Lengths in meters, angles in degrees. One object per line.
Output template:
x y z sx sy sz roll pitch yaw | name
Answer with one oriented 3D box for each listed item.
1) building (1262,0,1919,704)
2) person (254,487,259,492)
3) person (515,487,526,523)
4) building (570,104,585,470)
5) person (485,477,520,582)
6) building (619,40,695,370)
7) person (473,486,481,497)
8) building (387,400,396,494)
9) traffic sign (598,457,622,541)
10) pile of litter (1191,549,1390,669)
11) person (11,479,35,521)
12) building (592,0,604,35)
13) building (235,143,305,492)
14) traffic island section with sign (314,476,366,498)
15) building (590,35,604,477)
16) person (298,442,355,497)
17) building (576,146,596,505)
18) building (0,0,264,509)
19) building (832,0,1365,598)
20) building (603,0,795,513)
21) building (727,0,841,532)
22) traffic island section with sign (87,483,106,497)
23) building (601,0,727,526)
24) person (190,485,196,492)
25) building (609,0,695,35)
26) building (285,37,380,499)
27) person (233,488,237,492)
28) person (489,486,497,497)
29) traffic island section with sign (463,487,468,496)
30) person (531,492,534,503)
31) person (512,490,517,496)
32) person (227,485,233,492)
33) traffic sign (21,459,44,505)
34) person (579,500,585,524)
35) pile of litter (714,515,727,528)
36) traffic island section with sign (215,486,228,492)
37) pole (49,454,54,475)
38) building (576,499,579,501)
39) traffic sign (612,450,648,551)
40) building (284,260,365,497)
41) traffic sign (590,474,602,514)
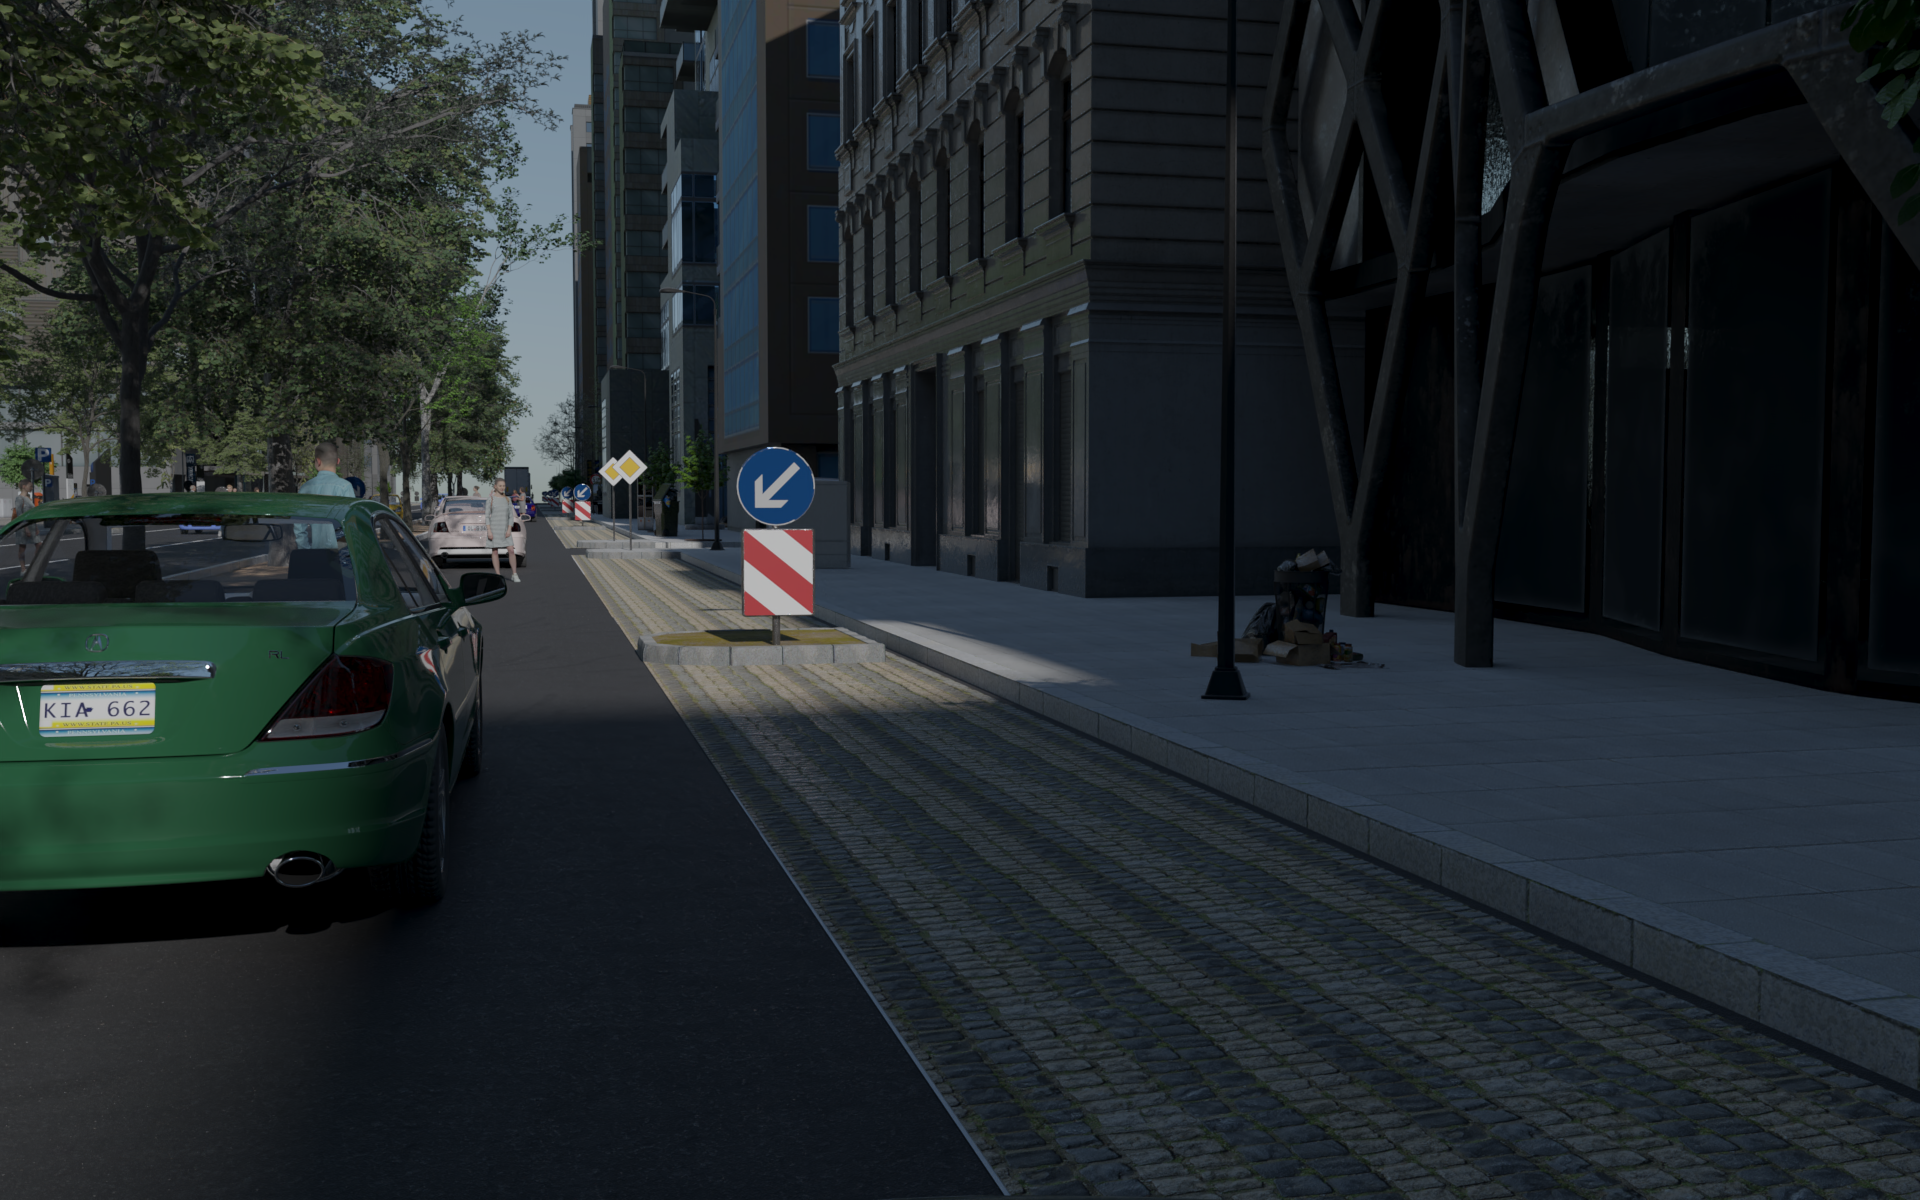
11.831 -8.922 13.324 16.820 18.784 16.811 -1 4 -14 | building
-38.670 -5.288 95.202 0.529 1.795 0.600 -3 4 -38 | person
-21.684 -4.685 85.453 0.532 1.782 0.716 -1 4 -15 | person
-48.189 -44.151 263.875 21.231 58.520 28.212 -1 4 -14 | building
-7.497 -1.147 28.258 0.512 1.701 0.522 -2 4 -32 | person
-15.576 -21.033 115.586 14.160 30.474 14.107 -1 4 -14 | building
-20.128 -3.852 71.822 0.599 1.781 0.374 2 4 32 | person
-93.680 -43.245 249.062 21.231 58.520 28.212 -1 4 -14 | building
-9.413 -2.656 47.063 0.795 2.450 0.064 -1 4 -14 | traffic sign
2.492 0.037 13.360 1.176 0.858 1.719 -1 4 -21 | pile of litter
-16.251 -1.263 30.160 0.522 1.701 0.512 0 4 -4 | person
-27.449 -39.079 180.947 21.231 58.520 28.212 -1 4 -14 | building
-71.871 -32.592 152.479 23.786 49.044 30.456 -1 4 -14 | building
-15.776 -2.268 45.216 2.006 1.907 1.989 -1 4 -14 | traffic island section with sign
-26.705 -29.120 159.712 14.154 41.232 14.086 -1 4 -14 | building
-5.032 -0.325 13.674 0.638 1.841 0.748 2 4 33 | person
-41.046 -34.813 219.306 14.600 45.320 14.200 -1 4 -14 | building
-66.596 -32.699 123.874 28.713 52.752 27.495 -1 4 -14 | building
3.939 -11.088 30.435 9.793 20.994 18.267 -1 4 -14 | building
-22.562 -30.334 146.068 14.600 45.320 14.200 -1 4 -14 | building
-0.063 -24.763 54.983 14.200 45.320 14.600 -1 4 -14 | building
-31.814 -3.370 63.726 1.989 1.847 2.006 -1 4 -14 | traffic island section with sign
-6.017 -47.226 84.821 22.319 86.520 31.000 -1 4 -14 | building
-32.827 -4.017 74.347 0.590 1.801 0.661 -2 4 -33 | person
-19.501 -27.435 132.161 14.154 41.232 14.086 -1 4 -14 | building
-86.882 -41.558 221.475 21.231 58.520 28.212 -1 4 -14 | building
-39.843 -5.272 95.243 0.519 1.759 0.362 -3 5 -40 | person
-17.619 -3.485 66.074 0.643 1.750 0.593 3 4 36 | person
-33.911 -6.728 118.142 2.006 1.907 1.989 -1 4 -14 | traffic island section with sign
-66.715 -15.932 269.788 0.445 1.727 0.742 3 5 44 | person
-34.119 -7.540 132.497 1.217 1.743 0.721 2 4 31 | person
-24.839 -3.016 58.490 0.598 1.740 0.731 2 4 24 | person
-33.510 -3.823 62.613 0.768 2.556 0.104 -1 4 -13 | traffic sign
-18.207 -4.567 83.745 0.524 1.755 0.480 -2 4 -25 | person
-8.788 -3.208 66.415 1.719 0.858 1.176 2 4 34 | pile of litter
-38.316 -4.970 89.888 1.989 1.847 2.006 -1 4 -14 | traffic island section with sign
-46.151 -5.763 88.070 0.158 3.312 0.155 0 3 0 | pole
-36.913 -33.534 240.163 32.217 40.220 23.993 -1 4 -14 | building
-7.487 -2.182 39.312 0.795 2.450 0.064 -1 4 -14 | traffic sign
-77.957 -26.366 202.781 14.160 30.474 14.107 -1 4 -14 | building
-22.983 -6.687 109.440 0.768 2.556 0.104 -1 4 -9 | traffic sign
